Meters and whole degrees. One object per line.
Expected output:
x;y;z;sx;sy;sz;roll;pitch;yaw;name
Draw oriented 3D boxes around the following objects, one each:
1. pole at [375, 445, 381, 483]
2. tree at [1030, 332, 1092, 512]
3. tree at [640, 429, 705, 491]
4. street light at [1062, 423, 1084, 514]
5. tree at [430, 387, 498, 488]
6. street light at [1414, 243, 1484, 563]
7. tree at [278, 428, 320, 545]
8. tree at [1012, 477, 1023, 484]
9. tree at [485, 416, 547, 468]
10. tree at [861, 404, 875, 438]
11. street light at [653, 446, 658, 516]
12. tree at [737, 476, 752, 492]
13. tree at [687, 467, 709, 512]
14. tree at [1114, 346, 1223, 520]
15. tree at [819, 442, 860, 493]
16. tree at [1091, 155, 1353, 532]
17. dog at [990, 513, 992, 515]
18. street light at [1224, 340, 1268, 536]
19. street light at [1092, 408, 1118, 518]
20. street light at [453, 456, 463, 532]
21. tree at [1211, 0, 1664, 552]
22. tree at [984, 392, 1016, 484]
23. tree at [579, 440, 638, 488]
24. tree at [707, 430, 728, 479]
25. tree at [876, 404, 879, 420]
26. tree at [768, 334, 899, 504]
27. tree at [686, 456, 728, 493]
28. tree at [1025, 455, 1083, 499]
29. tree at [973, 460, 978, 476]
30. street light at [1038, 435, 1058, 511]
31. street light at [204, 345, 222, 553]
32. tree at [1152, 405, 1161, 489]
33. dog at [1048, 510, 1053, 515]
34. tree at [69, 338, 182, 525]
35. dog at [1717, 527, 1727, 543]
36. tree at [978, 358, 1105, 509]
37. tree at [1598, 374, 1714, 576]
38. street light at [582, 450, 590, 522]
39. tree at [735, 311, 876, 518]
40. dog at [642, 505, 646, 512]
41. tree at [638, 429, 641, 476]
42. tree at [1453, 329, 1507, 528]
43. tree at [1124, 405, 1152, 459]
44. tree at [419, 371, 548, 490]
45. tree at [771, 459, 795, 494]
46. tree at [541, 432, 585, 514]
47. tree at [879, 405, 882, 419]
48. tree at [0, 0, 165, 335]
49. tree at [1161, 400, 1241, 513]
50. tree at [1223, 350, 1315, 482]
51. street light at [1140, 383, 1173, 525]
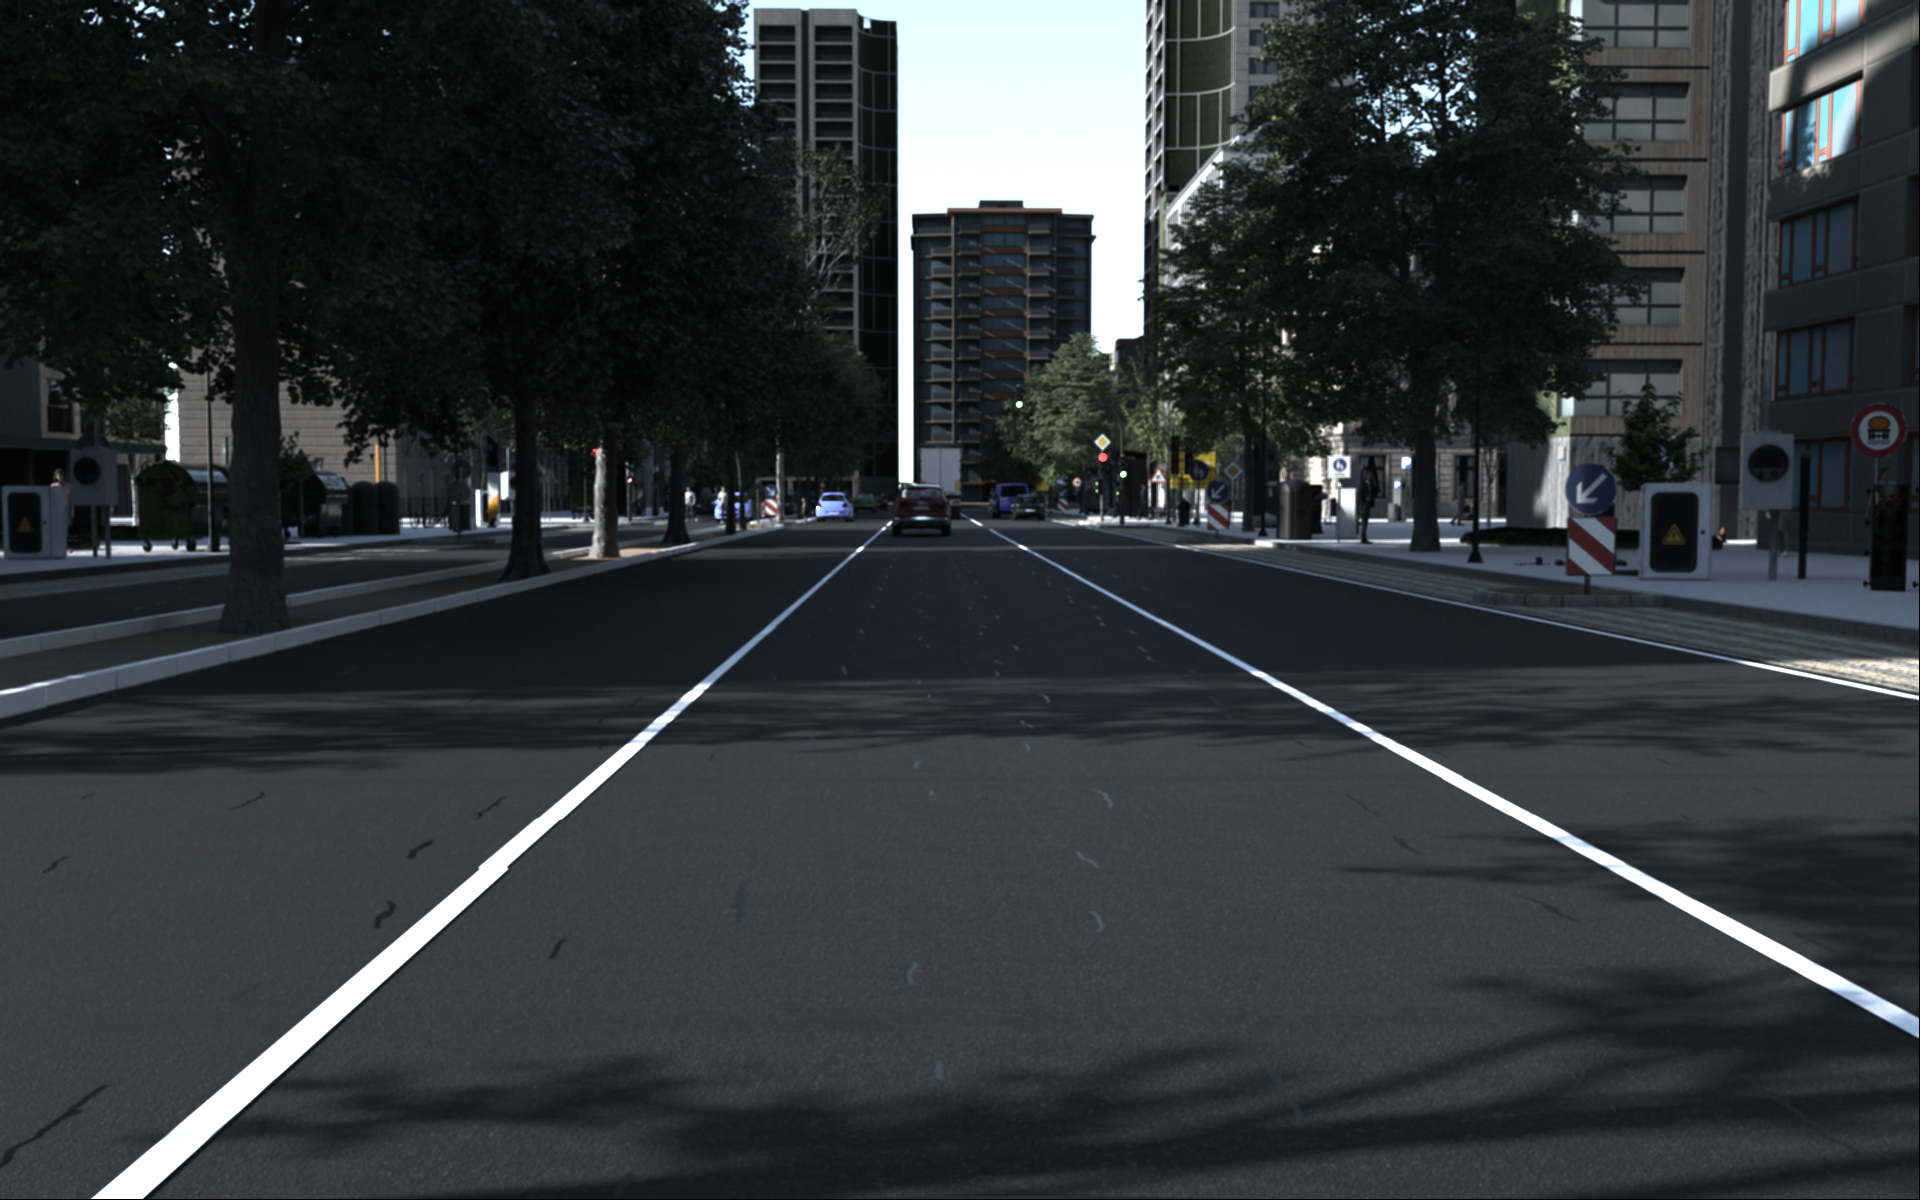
-23.976;-4.746;71.439;0.158;3.312;0.155;0;3;0;pole
8.373;-12.455;121.759;7.486;12.596;7.792;0;3;0;tree
-18.944;-10.214;117.359;4.737;8.622;4.395;0;3;0;tree
7.428;-8.653;114.025;1.470;5.913;1.316;0;4;-1;street light
-24.425;-8.248;85.220;4.360;8.622;3.978;0;3;0;tree
9.097;-3.650;32.214;1.470;5.913;1.316;0;4;-1;street light
-17.532;-3.039;44.295;1.663;3.219;1.824;0;3;0;tree
7.159;-12.537;188.686;4.285;4.588;4.351;0;3;0;tree
-25.662;-9.252;101.633;4.737;8.622;4.395;0;3;0;tree
-8.926;-9.786;96.870;8.767;10.594;7.601;0;4;-1;tree
-17.167;-7.823;100.442;1.470;5.913;1.316;0;4;-1;street light
-20.177;-10.301;163.026;1.663;3.219;1.824;0;3;0;tree
-18.831;-7.879;123.431;1.663;3.219;1.824;0;3;0;tree
9.756;-8.338;86.685;4.737;8.622;4.395;0;3;0;tree
-10.114;-11.672;143.660;4.360;8.622;3.978;0;3;0;tree
9.448;-8.617;59.012;7.486;12.596;7.792;0;3;0;tree
2.255;-5.955;117.556;0.748;0.427;0.550;3;4;38;dog
8.663;-4.887;52.443;1.470;5.913;1.316;0;4;-1;street light
7.783;-7.377;93.156;1.470;5.913;1.316;0;4;-1;street light
-16.308;-5.223;57.934;1.470;5.913;1.316;0;4;-1;street light
10.491;-8.053;38.323;9.857;13.997;8.962;0;3;0;tree
7.302;-17.748;196.840;9.857;13.997;8.962;0;3;0;tree
-26.389;-10.633;124.208;4.737;8.622;4.395;0;3;0;tree
-18.812;-14.192;150.159;7.486;12.596;7.792;0;3;0;tree
-9.456;-11.769;113.001;7.486;12.596;7.792;0;3;0;tree
-9.681;-13.322;130.639;12.009;13.543;11.850;0;3;0;tree
-19.559;-9.175;133.719;4.285;4.588;4.351;0;3;0;tree
8.371;-9.446;138.156;4.285;4.588;4.351;0;3;0;tree
7.672;-15.467;169.886;9.611;12.733;9.660;0;3;0;tree
6.969;-9.933;134.946;1.470;5.913;1.316;0;4;-1;street light
-15.859;-3.993;37.834;1.470;5.913;1.316;0;4;-1;street light
16.450;-10.804;127.007;4.360;8.622;3.978;0;3;0;tree
5.825;-5.686;113.158;0.748;0.427;0.550;-2;4;-33;dog
-31.004;-6.998;64.777;4.737;8.622;4.395;0;3;0;tree
19.941;-1.706;45.624;0.748;0.427;0.550;0;4;-3;dog
7.711;-14.048;146.688;9.611;12.733;9.660;0;3;0;tree
10.789;-2.011;27.478;1.663;3.219;1.824;0;3;0;tree
-16.734;-6.566;79.894;1.470;5.913;1.316;0;4;-1;street light
-9.294;-11.270;104.845;7.486;12.596;7.792;0;3;0;tree
-23.122;-6.722;126.741;0.406;0.507;0.540;-3;4;-36;dog
-25.833;-11.028;130.674;4.737;8.622;4.395;0;3;0;tree
20.128;-7.020;65.132;4.360;8.622;3.978;0;3;0;tree
14.791;-11.333;135.657;4.360;8.622;3.978;0;3;0;tree
-25.102;-9.626;91.793;7.601;10.594;8.767;0;4;3;tree
-19.724;-14.960;194.956;4.737;8.622;4.395;0;3;0;tree
-24.451;-9.708;109.080;4.360;8.622;3.978;0;3;0;tree
-9.256;-12.248;120.845;7.486;12.596;7.792;0;3;0;tree
-17.037;-6.285;28.512;9.928;11.665;9.643;0;3;0;tree
16.436;-10.081;115.188;4.360;8.622;3.978;0;3;0;tree
15.905;-8.259;85.402;4.737;8.622;4.395;0;3;0;tree
8.209;-6.116;72.542;1.470;5.913;1.316;0;4;-1;street light
